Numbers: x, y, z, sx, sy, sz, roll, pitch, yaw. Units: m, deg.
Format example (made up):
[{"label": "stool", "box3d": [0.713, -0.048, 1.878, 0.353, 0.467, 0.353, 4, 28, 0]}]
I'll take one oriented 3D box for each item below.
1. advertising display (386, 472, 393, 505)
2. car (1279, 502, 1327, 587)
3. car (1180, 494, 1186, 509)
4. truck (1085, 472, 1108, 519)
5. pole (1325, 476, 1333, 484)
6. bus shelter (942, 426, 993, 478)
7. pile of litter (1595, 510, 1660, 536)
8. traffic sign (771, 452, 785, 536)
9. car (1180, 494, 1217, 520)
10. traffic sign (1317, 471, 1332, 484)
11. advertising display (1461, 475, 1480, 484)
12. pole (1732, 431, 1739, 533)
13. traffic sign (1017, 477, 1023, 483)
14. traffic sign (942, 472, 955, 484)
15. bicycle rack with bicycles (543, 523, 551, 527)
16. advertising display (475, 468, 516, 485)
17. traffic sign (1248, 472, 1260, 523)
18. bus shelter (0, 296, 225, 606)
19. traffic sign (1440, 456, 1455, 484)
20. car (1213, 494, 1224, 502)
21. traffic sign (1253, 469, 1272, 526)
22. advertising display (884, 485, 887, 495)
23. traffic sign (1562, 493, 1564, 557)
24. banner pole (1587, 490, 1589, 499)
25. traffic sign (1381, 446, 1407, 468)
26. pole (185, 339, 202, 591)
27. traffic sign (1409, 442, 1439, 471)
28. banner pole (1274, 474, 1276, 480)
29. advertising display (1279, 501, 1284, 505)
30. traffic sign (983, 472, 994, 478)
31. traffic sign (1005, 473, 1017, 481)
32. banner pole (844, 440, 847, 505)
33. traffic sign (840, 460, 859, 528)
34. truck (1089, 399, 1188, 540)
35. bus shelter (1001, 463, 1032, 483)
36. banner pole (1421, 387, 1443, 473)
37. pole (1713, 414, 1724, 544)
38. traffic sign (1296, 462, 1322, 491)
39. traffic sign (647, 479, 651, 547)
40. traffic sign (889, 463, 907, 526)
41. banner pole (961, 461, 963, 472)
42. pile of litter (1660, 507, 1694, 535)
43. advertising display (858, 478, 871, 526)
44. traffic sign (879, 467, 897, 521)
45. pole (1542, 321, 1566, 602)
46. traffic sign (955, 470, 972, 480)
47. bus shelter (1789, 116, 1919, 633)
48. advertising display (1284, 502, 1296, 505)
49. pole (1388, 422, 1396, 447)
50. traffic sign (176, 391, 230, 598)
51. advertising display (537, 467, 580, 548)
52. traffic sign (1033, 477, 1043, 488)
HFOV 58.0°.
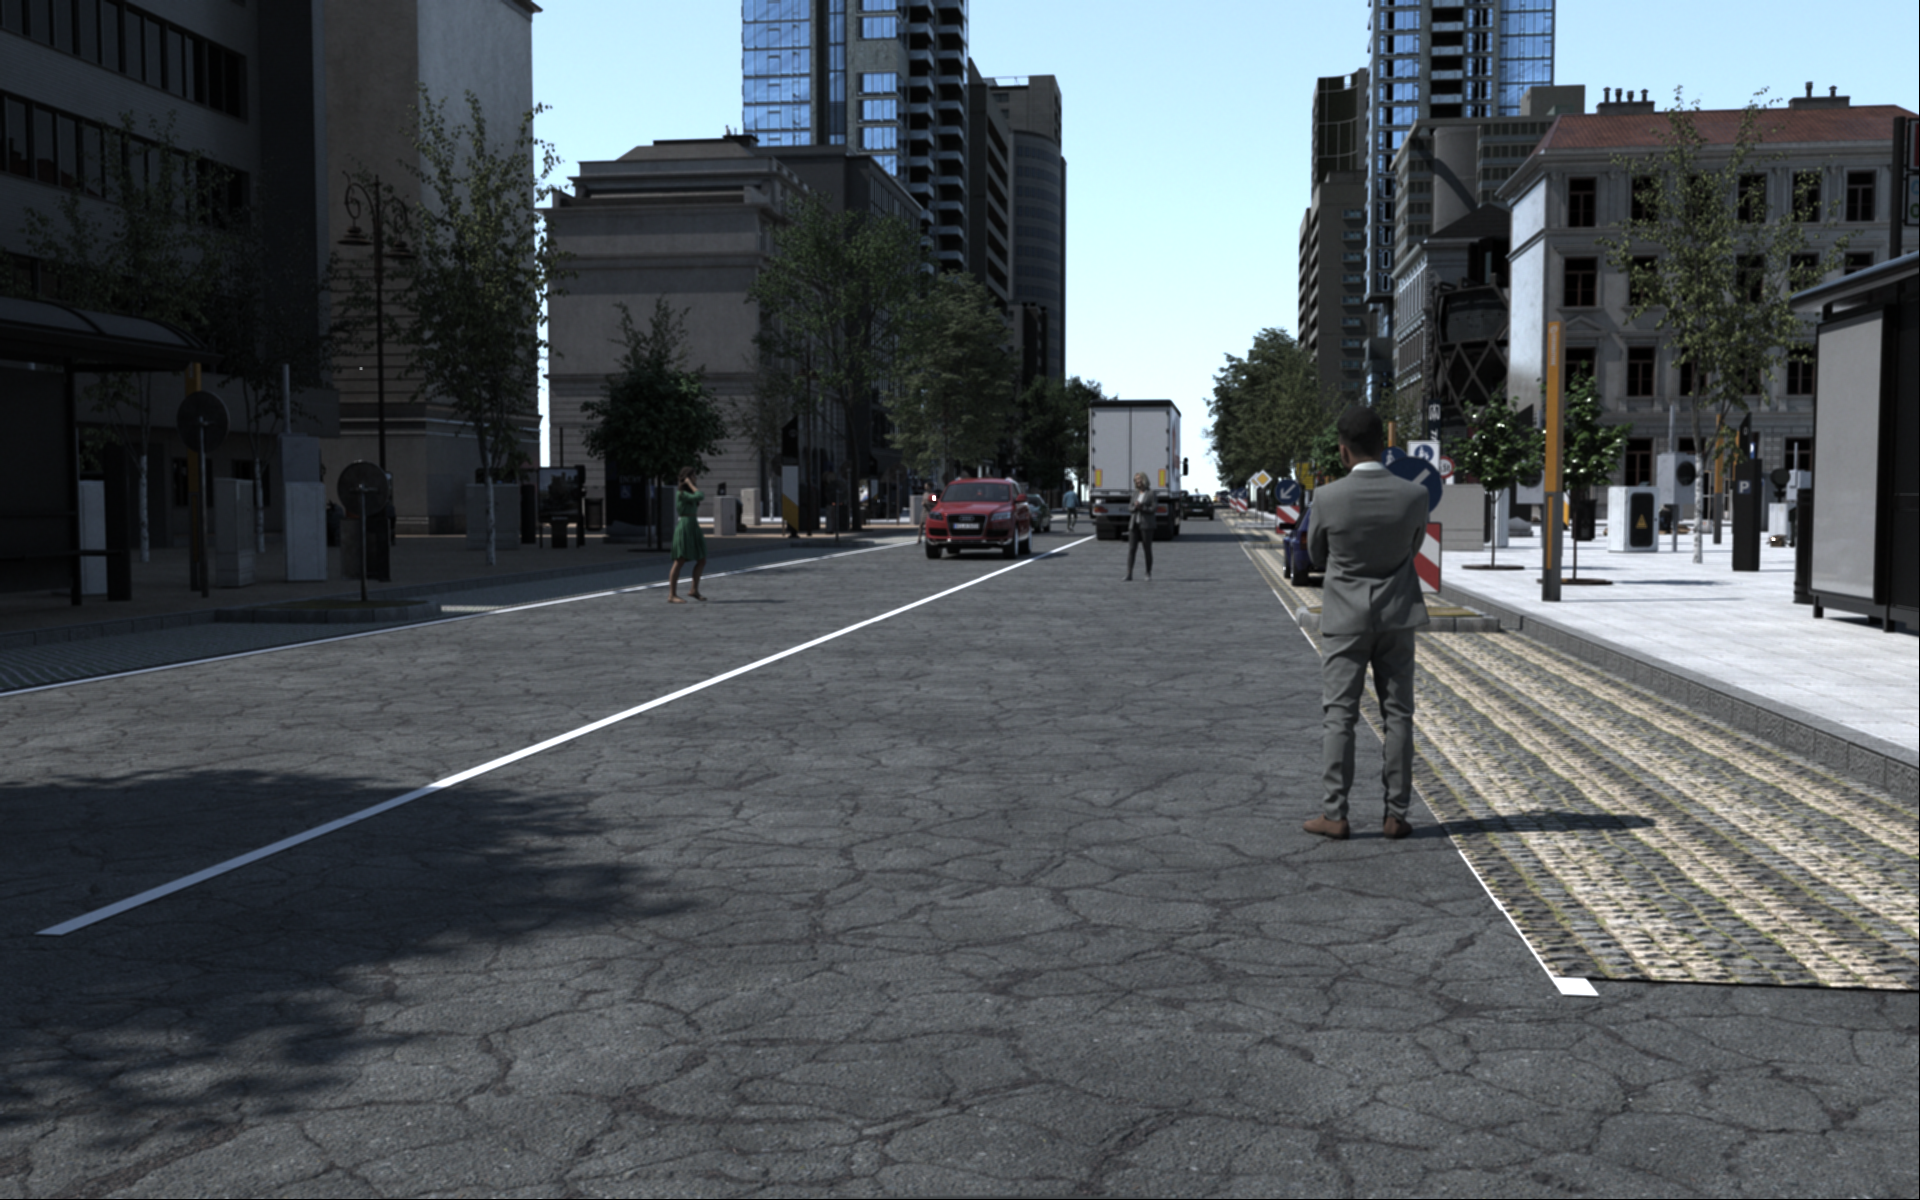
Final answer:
[{"label": "advertising display", "box3d": [-16.724, -2.719, 49.664, 0.123, 1.923, 0.974, 3, 5, 42]}, {"label": "car", "box3d": [6.147, -0.938, 27.910, 1.945, 1.354, 3.894, 0, 4, 8]}, {"label": "car", "box3d": [18.119, -8.131, 144.747, 2.131, 1.459, 4.920, 1, 4, 9]}, {"label": "truck", "box3d": [9.189, -7.065, 104.420, 2.839, 4.237, 11.283, 0, 4, 7]}, {"label": "pole", "box3d": [16.397, -5.104, 77.291, 0.158, 3.312, 0.155, 0, 3, 0]}, {"label": "bus shelter", "box3d": [0.399, -7.741, 104.202, 2.179, 5.291, 8.768, 0, 4, 8]}, {"label": "pile of litter", "box3d": [20.361, -2.409, 53.349, 1.176, 0.858, 1.719, -3, 5, -42]}, {"label": "traffic sign", "box3d": [-5.357, -3.205, 52.510, 0.768, 2.556, 0.104, 1, 4, 12]}, {"label": "car", "box3d": [13.152, -5.248, 95.585, 2.009, 1.686, 4.222, 1, 4, 9]}, {"label": "traffic sign", "box3d": [18.633, -5.413, 88.608, 0.768, 2.556, 0.104, 1, 4, 13]}, {"label": "advertising display", "box3d": [16.749, -3.155, 56.806, 0.123, 1.923, 0.974, -1, 4, -16]}, {"label": "pole", "box3d": [25.230, -3.818, 56.269, 0.158, 3.312, 0.155, 0, 3, 0]}, {"label": "traffic sign", "box3d": [4.337, -7.895, 129.186, 0.768, 2.556, 0.104, 1, 4, 12]}, {"label": "traffic sign", "box3d": [-0.659, -6.014, 98.436, 0.768, 2.556, 0.104, 1, 4, 12]}, {"label": "bicycle rack with bicycles", "box3d": [-17.234, -3.375, 68.556, 2.925, 0.926, 2.852, 1, 4, 21]}, {"label": "advertising display", "box3d": [-11.551, -2.319, 43.130, 0.974, 1.923, 0.123, -1, 4, -20]}, {"label": "traffic sign", "box3d": [13.313, -4.532, 77.739, 0.795, 2.450, 0.064, 0, 4, 8]}, {"label": "bus shelter", "box3d": [-9.816, -1.432, 17.337, 2.014, 3.302, 5.546, 0, 4, 8]}, {"label": "traffic sign", "box3d": [16.057, -3.516, 57.593, 0.768, 2.556, 0.104, 1, 4, 17]}, {"label": "car", "box3d": [40.035, -15.758, 267.867, 2.015, 1.641, 3.980, 0, 4, 8]}, {"label": "traffic sign", "box3d": [12.197, -4.048, 69.832, 0.795, 2.450, 0.064, 0, 4, 8]}, {"label": "advertising display", "box3d": [-5.197, -7.051, 120.501, 0.123, 1.923, 0.974, 0, 4, -6]}, {"label": "traffic sign", "box3d": [12.331, -2.164, 35.484, 0.768, 2.556, 0.104, 1, 4, 15]}, {"label": "banner pole", "box3d": [25.072, -4.795, 68.422, 0.863, 3.779, 0.401, 1, 4, 18]}, {"label": "traffic sign", "box3d": [11.610, -2.835, 46.455, 0.768, 2.556, 0.104, 1, 4, 14]}, {"label": "pole", "box3d": [-10.077, -1.773, 22.831, 0.158, 3.312, 0.155, 0, 3, 0]}, {"label": "traffic sign", "box3d": [8.951, -1.917, 33.480, 0.606, 2.300, 0.079, 1, 4, 12]}, {"label": "banner pole", "box3d": [26.179, -9.423, 144.076, 0.401, 3.779, 0.863, 2, 4, 25]}, {"label": "advertising display", "box3d": [16.645, -5.190, 90.066, 0.123, 1.923, 0.974, 1, 4, 9]}, {"label": "traffic sign", "box3d": [1.291, -4.637, 79.450, 0.795, 2.450, 0.064, 0, 4, 8]}, {"label": "traffic sign", "box3d": [3.075, -6.455, 105.640, 0.768, 2.556, 0.104, 1, 4, 14]}, {"label": "banner pole", "box3d": [-5.308, -5.516, 80.197, 0.401, 3.779, 0.863, 0, 4, -7]}, {"label": "traffic sign", "box3d": [-4.177, -3.986, 65.278, 0.768, 2.556, 0.104, 1, 4, 13]}, {"label": "truck", "box3d": [5.936, -4.160, 56.926, 2.839, 4.237, 11.283, 1, 4, 9]}, {"label": "bus shelter", "box3d": [4.339, -8.635, 132.467, 1.731, 3.624, 6.357, 0, 4, 8]}, {"label": "banner pole", "box3d": [10.910, -3.074, 40.274, 0.401, 3.779, 0.863, -2, 4, -24]}, {"label": "pole", "box3d": [19.479, -3.096, 44.458, 0.158, 3.312, 0.155, 0, 3, 0]}, {"label": "traffic sign", "box3d": [22.544, -7.127, 110.406, 2.265, 3.308, 0.079, 1, 4, 12]}, {"label": "traffic sign", "box3d": [-7.470, -2.538, 41.602, 0.768, 2.556, 0.104, 1, 4, 17]}, {"label": "traffic sign", "box3d": [-2.519, -4.294, 70.315, 0.768, 2.556, 0.104, 1, 4, 11]}, {"label": "banner pole", "box3d": [0.090, -6.472, 95.831, 0.401, 3.779, 0.863, 0, 4, 6]}, {"label": "pile of litter", "box3d": [22.753, -2.532, 55.371, 1.719, 0.858, 1.176, 0, 4, -6]}, {"label": "advertising display", "box3d": [-3.960, -4.010, 70.784, 0.123, 1.923, 0.974, -3, 4, -37]}, {"label": "traffic sign", "box3d": [-3.420, -5.011, 81.936, 0.884, 2.594, 0.081, 1, 4, 11]}, {"label": "pole", "box3d": [7.072, -1.637, 20.614, 0.158, 3.312, 0.155, 0, 3, 0]}, {"label": "traffic sign", "box3d": [0.175, -4.153, 71.543, 0.795, 2.450, 0.064, 0, 4, 8]}, {"label": "bus shelter", "box3d": [9.423, -2.362, 16.243, 2.179, 5.291, 8.768, 0, 4, 8]}, {"label": "advertising display", "box3d": [17.439, -5.270, 91.375, 0.974, 1.923, 0.123, -2, 4, -28]}, {"label": "pole", "box3d": [12.214, -3.375, 49.023, 0.158, 3.312, 0.155, 0, 3, 0]}, {"label": "traffic sign", "box3d": [-9.368, -1.303, 21.416, 0.768, 2.556, 0.104, 1, 4, 16]}, {"label": "advertising display", "box3d": [-9.512, -2.193, 41.069, 0.974, 1.923, 0.123, -1, 4, -14]}, {"label": "traffic sign", "box3d": [5.840, -7.976, 130.515, 0.768, 2.556, 0.104, 1, 4, 13]}]
